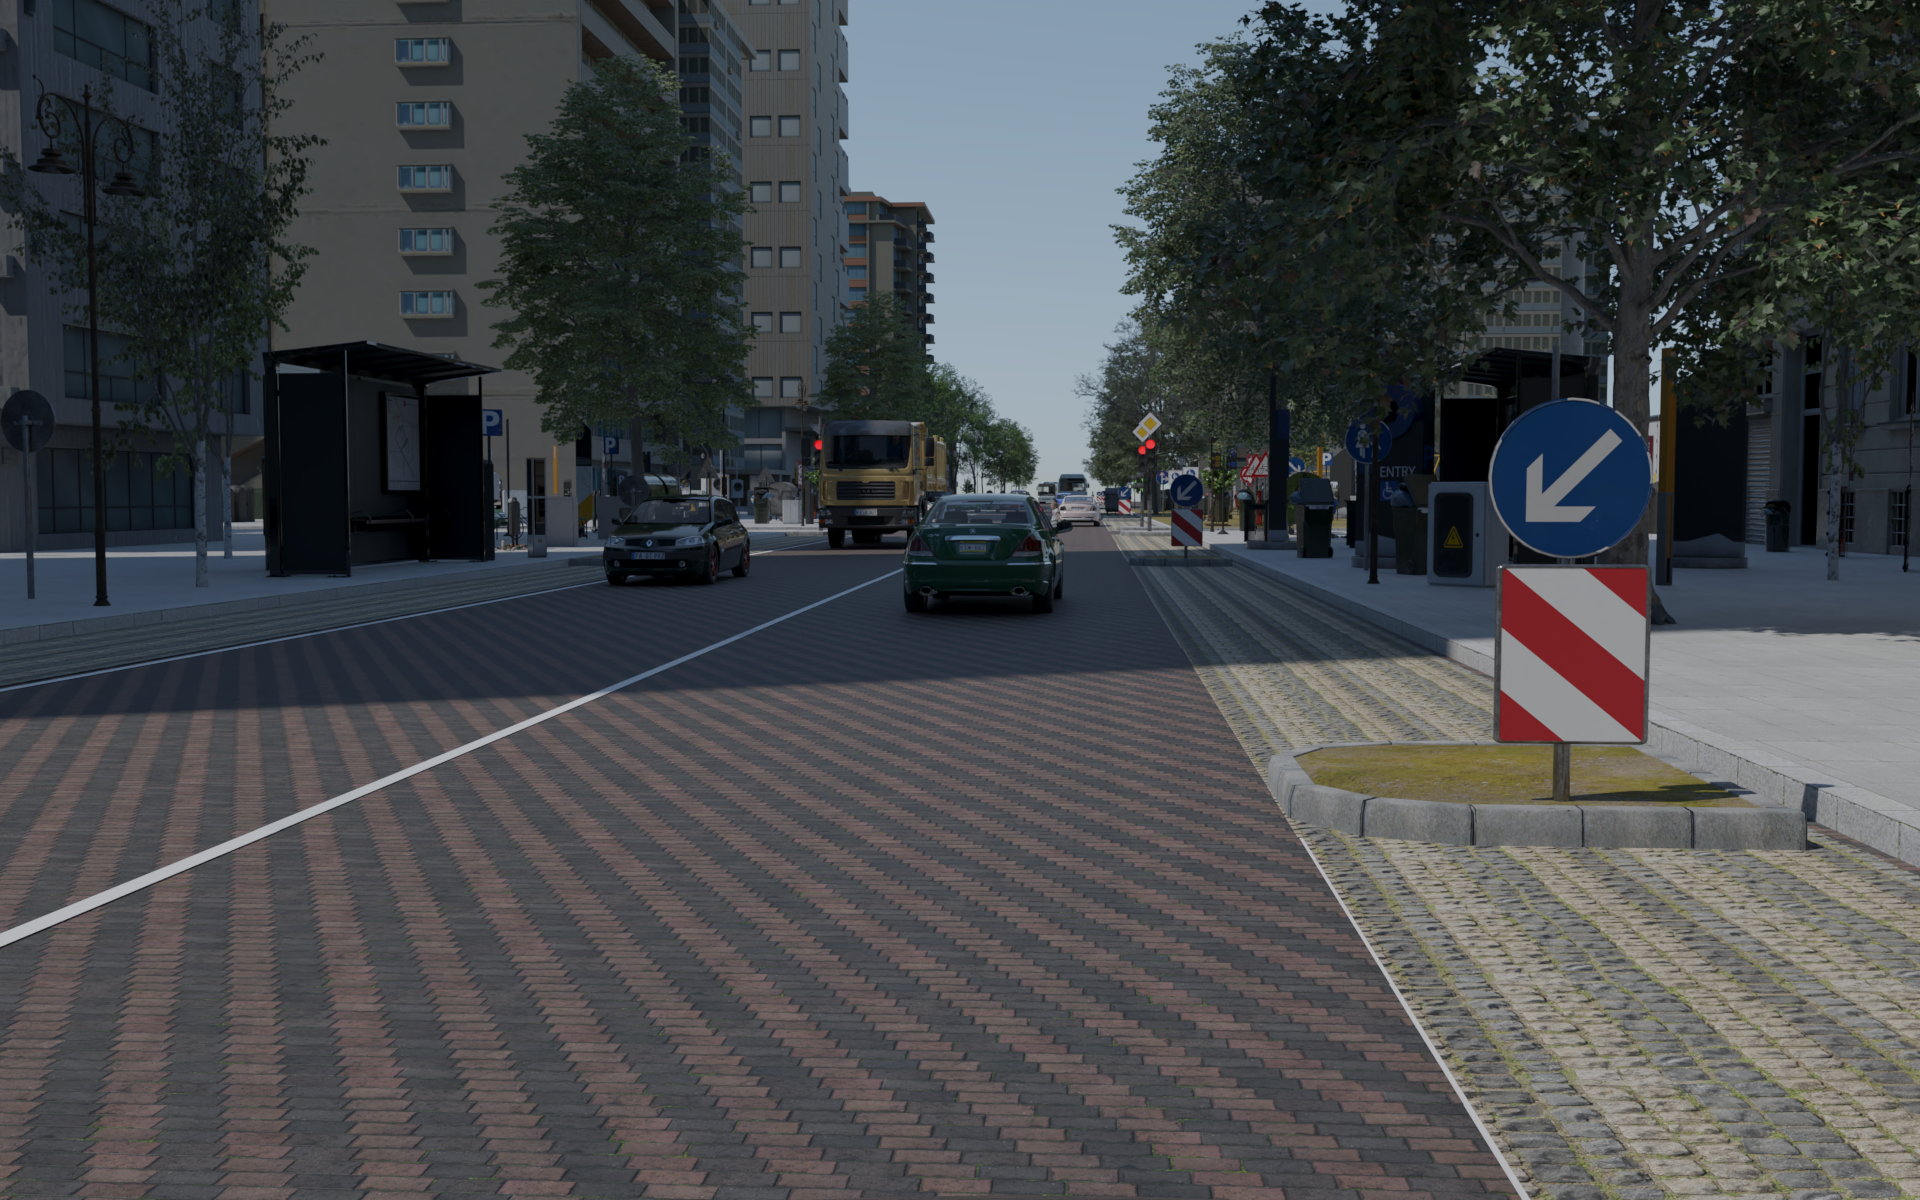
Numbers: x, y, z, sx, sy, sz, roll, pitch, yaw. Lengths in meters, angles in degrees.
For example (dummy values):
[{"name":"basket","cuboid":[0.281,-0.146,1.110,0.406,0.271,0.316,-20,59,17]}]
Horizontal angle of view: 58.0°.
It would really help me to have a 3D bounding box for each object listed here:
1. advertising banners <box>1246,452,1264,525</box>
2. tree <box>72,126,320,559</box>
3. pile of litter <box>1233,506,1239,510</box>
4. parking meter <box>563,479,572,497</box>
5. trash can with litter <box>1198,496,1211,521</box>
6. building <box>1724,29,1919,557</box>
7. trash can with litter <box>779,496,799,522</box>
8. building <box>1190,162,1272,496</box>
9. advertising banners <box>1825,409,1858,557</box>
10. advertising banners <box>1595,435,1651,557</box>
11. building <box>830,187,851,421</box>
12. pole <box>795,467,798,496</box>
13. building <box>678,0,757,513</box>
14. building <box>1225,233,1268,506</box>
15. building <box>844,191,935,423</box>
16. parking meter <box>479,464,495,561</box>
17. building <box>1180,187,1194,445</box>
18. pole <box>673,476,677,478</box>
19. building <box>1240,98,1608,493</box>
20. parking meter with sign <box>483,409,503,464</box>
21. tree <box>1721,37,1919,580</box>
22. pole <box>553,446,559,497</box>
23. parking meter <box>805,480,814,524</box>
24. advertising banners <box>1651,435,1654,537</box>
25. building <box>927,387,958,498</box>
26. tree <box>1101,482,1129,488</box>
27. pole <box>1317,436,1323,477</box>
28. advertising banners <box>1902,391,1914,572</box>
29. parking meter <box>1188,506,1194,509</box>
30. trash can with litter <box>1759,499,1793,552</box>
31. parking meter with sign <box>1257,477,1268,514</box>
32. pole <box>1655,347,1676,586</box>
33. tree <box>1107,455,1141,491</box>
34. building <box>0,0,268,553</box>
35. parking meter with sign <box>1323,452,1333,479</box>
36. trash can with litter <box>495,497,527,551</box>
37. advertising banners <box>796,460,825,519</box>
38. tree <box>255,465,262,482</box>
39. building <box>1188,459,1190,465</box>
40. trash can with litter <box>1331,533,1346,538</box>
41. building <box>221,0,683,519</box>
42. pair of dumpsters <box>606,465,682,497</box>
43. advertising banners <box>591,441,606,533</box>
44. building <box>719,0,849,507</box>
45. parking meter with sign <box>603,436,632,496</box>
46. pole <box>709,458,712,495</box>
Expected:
[{"name":"advertising banners","cuboid":[12.386,-4.614,71.624,0.090,3.025,2.074,-1,4,-23]},{"name":"tree","cuboid":[-14.761,-5.125,34.153,4.737,8.622,4.395,0,3,0]},{"name":"pile of litter","cuboid":[21.845,-7.527,137.034,1.176,0.858,1.719,0,4,8]},{"name":"parking meter","cuboid":[-15.549,-3.850,68.663,0.255,1.863,0.399,0,4,-1]},{"name":"trash can with litter","cuboid":[12.954,-5.062,93.819,1.678,1.210,2.233,-1,4,-20]},{"name":"building","cuboid":[26.482,-12.090,30.963,16.112,22.955,30.059,0,4,4]},{"name":"trash can with litter","cuboid":[-7.874,-4.180,79.733,1.055,1.170,0.624,2,4,32]},{"name":"building","cuboid":[44.219,-38.101,246.660,21.300,48.544,21.600,0,4,4]},{"name":"advertising banners","cuboid":[17.977,-2.390,35.261,0.090,3.025,2.074,3,5,40]},{"name":"advertising banners","cuboid":[12.976,-2.406,35.519,2.074,3.025,0.090,1,4,19]},{"name":"building","cuboid":[-25.415,-30.209,185.800,32.217,40.220,23.993,0,4,4]},{"name":"pole","cuboid":[-12.283,-8.323,129.925,0.158,3.312,0.155,0,3,0]},{"name":"building","cuboid":[-28.943,-26.489,124.983,32.217,40.220,23.993,0,4,4]},{"name":"building","cuboid":[37.341,-26.120,198.757,14.160,30.474,14.107,0,4,4]},{"name":"building","cuboid":[-15.274,-36.601,253.056,22.147,44.769,28.867,0,4,4]},{"name":"parking meter","cuboid":[-9.183,-1.696,33.440,0.255,1.863,0.399,-3,5,-41]},{"name":"building","cuboid":[50.896,-42.565,285.169,28.713,52.752,27.495,0,4,4]},{"name":"pole","cuboid":[-14.994,-5.952,91.158,0.158,3.312,0.155,0,3,0]},{"name":"building","cuboid":[43.318,-28.830,163.258,32.217,40.220,23.993,0,4,4]},{"name":"parking meter with sign","cuboid":[-10.079,-2.452,36.358,0.543,3.016,1.738,-2,4,-29]},{"name":"tree","cuboid":[13.255,-4.598,25.542,4.737,8.622,4.395,0,3,0]},{"name":"pole","cuboid":[-17.157,-4.877,73.574,0.158,3.312,0.155,0,3,0]},{"name":"parking meter","cuboid":[-6.382,-4.145,73.487,0.255,1.863,0.399,1,4,17]},{"name":"advertising banners","cuboid":[21.121,-3.379,51.427,2.074,3.025,0.090,1,4,18]},{"name":"building","cuboid":[-15.134,-26.766,282.660,27.650,21.520,28.899,0,4,4]},{"name":"tree","cuboid":[26.453,-22.739,289.905,7.486,12.596,7.792,0,3,0]},{"name":"pole","cuboid":[12.413,-4.032,59.760,0.158,3.312,0.155,0,3,0]},{"name":"advertising banners","cuboid":[15.964,-2.014,29.122,0.090,3.025,2.074,2,4,30]},{"name":"parking meter","cuboid":[12.829,-5.373,96.254,0.372,1.533,0.369,0,3,0]},{"name":"trash can with litter","cuboid":[18.157,-1.659,38.513,0.624,1.170,1.055,2,4,31]},{"name":"parking meter with sign","cuboid":[19.608,-6.971,110.231,1.738,3.016,0.543,-2,4,-26]},{"name":"pole","cuboid":[9.884,-1.858,24.224,0.158,3.312,0.155,0,3,0]},{"name":"tree","cuboid":[21.357,-16.896,226.616,4.360,8.622,3.978,0,3,0]},{"name":"building","cuboid":[-26.305,-16.635,43.681,14.107,30.474,14.160,0,4,4]},{"name":"parking meter with sign","cuboid":[15.049,-4.627,71.912,0.543,3.016,1.738,1,4,22]},{"name":"trash can with litter","cuboid":[-10.456,-1.769,39.986,1.678,1.210,2.233,0,4,-5]},{"name":"advertising banners","cuboid":[-7.544,-5.675,88.966,2.074,3.025,0.090,-3,4,-36]},{"name":"tree","cuboid":[-21.129,-3.648,54.245,1.663,3.219,1.824,0,3,0]},{"name":"building","cuboid":[42.430,-37.596,264.801,14.600,45.320,14.200,0,4,4]},{"name":"trash can with litter","cuboid":[11.371,-2.409,50.447,2.233,1.210,1.678,-1,4,-23]},{"name":"building","cuboid":[-28.169,-28.755,93.853,21.300,48.544,21.600,0,4,4]},{"name":"pair of dumpsters","cuboid":[-10.304,-3.302,56.483,1.574,2.255,4.437,0,4,4]},{"name":"advertising banners","cuboid":[-11.832,-3.703,56.732,0.090,3.025,2.074,-2,4,-24]},{"name":"building","cuboid":[-24.897,-34.796,158.155,28.713,52.752,27.495,0,4,4]},{"name":"parking meter with sign","cuboid":[-10.102,-3.470,52.997,0.543,3.016,1.738,2,4,30]},{"name":"pole","cuboid":[-14.097,-6.364,97.897,0.158,3.312,0.155,0,3,0]}]
